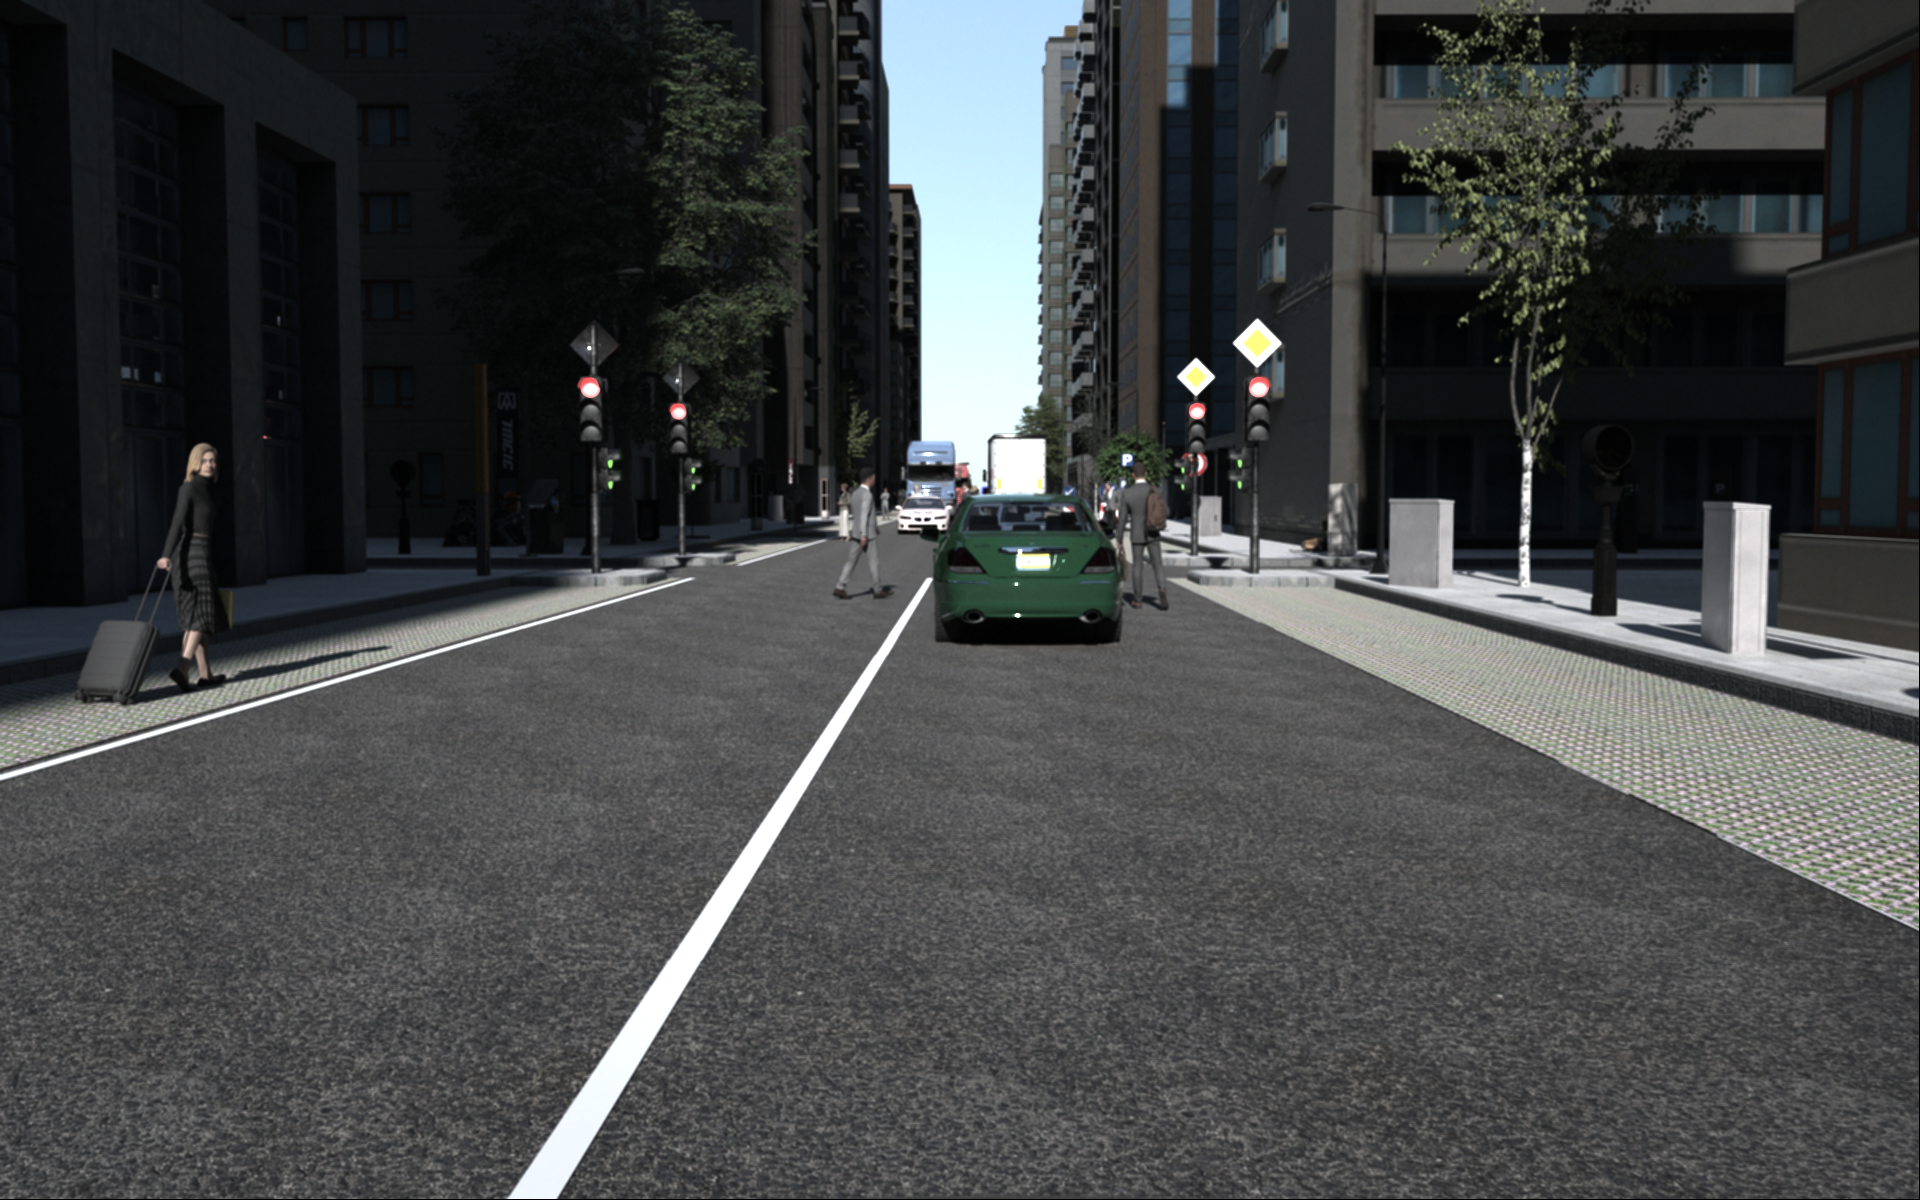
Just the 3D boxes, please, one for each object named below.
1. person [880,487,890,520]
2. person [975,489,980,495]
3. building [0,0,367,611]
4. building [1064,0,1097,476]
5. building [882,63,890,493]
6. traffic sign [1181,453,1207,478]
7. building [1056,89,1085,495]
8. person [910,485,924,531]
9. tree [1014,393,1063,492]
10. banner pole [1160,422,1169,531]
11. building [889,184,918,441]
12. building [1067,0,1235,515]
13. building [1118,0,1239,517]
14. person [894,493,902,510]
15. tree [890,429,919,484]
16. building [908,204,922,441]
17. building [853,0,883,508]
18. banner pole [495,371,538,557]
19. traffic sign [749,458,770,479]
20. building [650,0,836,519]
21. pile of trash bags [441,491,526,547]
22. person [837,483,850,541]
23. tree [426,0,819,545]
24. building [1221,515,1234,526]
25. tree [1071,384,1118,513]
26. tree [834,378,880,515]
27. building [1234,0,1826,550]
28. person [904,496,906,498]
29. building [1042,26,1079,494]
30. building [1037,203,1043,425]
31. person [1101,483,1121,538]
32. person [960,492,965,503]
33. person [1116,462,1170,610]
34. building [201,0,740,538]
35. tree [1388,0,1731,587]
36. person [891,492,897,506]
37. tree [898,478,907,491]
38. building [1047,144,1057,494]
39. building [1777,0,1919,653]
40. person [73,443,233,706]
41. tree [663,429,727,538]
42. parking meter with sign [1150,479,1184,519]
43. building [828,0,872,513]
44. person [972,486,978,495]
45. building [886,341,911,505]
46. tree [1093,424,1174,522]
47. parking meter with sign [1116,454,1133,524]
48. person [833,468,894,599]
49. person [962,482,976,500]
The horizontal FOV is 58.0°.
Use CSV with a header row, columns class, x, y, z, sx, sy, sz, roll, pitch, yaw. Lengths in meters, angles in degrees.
class,x,y,z,sx,sy,sz,roll,pitch,yaw
person,-4.093,-5.241,94.374,0.511,1.800,0.466,1,4,11
person,1.027,-5.218,94.645,0.643,1.720,0.563,1,4,18
building,-25.471,-42.962,15.095,31.000,86.520,22.319,0,4,1
building,21.641,-32.751,155.088,23.786,49.044,30.456,0,4,1
building,-14.411,-32.098,174.909,14.600,45.320,14.200,0,4,1
traffic sign,6.752,-3.057,50.084,0.768,2.556,0.104,0,4,2
building,17.568,-30.246,178.110,14.154,41.232,14.086,0,4,1
person,-1.716,-3.523,66.592,0.782,1.767,0.515,0,4,1
tree,9.441,-16.852,193.662,7.486,12.596,7.792,0,3,0
banner pole,7.077,-4.298,60.283,0.401,3.779,0.863,0,4,4
building,-17.167,-35.713,238.539,22.147,44.769,28.867,0,4,1
building,18.846,-42.245,128.963,20.563,71.187,20.611,0,4,1
building,16.869,-27.649,102.177,14.600,45.320,14.200,0,4,1
person,-4.864,-7.839,137.469,0.742,1.727,0.445,-2,4,-24
tree,-6.103,-14.571,188.605,4.360,8.622,3.978,0,3,0
building,-12.949,-37.300,259.959,14.600,45.320,14.200,0,4,1
building,-18.188,-37.394,153.390,21.231,58.520,28.212,0,4,1
banner pole,-9.105,-2.781,35.487,0.863,3.779,0.401,0,4,3
traffic sign,-7.138,-3.761,61.606,0.768,2.556,0.104,1,4,11
building,-14.459,-19.759,94.762,14.160,30.474,14.107,0,4,1
pile of trash bags,-11.691,-2.067,43.541,1.912,1.369,3.447,0,4,2
person,-3.579,-2.691,53.045,0.362,1.759,0.519,-2,4,-31
tree,-8.473,-8.385,43.751,9.857,13.997,8.962,0,3,0
building,21.009,-38.408,66.222,20.563,71.187,20.611,0,4,1
tree,9.411,-10.191,116.991,4.360,8.622,3.978,0,3,0
tree,-7.420,-9.664,108.361,4.737,8.622,4.395,0,3,0
building,19.059,-25.981,48.487,21.600,48.544,21.300,0,4,1
person,-3.968,-8.071,140.477,1.348,1.821,0.705,0,4,-4
building,21.231,-41.811,225.613,21.231,58.520,28.212,0,4,1
building,22.621,-36.697,254.617,22.147,44.769,28.867,0,4,1
person,4.896,-2.905,56.185,0.592,1.802,0.473,3,5,41
person,0.230,-8.541,149.617,0.415,1.643,0.593,2,4,32
person,2.280,-0.799,21.521,0.622,1.834,0.822,-1,4,-9
building,-24.103,-13.424,64.524,27.650,21.520,28.899,0,4,1
tree,8.069,-4.489,23.758,4.737,8.622,4.395,0,3,0
person,-7.188,-11.255,193.341,1.217,1.723,0.721,3,4,36
tree,-6.060,-11.623,184.635,1.663,3.219,1.824,0,3,0
building,17.284,-31.895,205.084,14.154,41.232,14.086,0,4,1
building,21.424,-9.556,1.279,27.650,21.520,28.899,0,4,1
person,-5.690,-0.221,12.339,0.699,1.804,1.509,1,4,19
tree,-7.918,-3.420,50.513,1.663,3.219,1.824,0,3,0
parking meter with sign,10.511,-5.611,88.002,1.738,3.016,0.543,-1,4,-9
building,-17.903,-28.778,125.151,22.147,44.769,28.867,0,4,1
person,0.873,-4.052,74.965,0.699,1.804,1.509,-3,4,-38
building,-20.439,-22.350,210.462,27.650,21.520,28.899,0,4,1
tree,7.954,-5.818,78.835,4.285,4.588,4.351,0,3,0
parking meter with sign,7.105,-4.852,75.589,0.543,3.016,1.738,0,4,-7
person,-1.332,-0.910,23.661,0.850,1.792,0.678,-2,4,-28
person,0.277,-2.990,57.343,0.822,1.834,0.622,0,4,-1
